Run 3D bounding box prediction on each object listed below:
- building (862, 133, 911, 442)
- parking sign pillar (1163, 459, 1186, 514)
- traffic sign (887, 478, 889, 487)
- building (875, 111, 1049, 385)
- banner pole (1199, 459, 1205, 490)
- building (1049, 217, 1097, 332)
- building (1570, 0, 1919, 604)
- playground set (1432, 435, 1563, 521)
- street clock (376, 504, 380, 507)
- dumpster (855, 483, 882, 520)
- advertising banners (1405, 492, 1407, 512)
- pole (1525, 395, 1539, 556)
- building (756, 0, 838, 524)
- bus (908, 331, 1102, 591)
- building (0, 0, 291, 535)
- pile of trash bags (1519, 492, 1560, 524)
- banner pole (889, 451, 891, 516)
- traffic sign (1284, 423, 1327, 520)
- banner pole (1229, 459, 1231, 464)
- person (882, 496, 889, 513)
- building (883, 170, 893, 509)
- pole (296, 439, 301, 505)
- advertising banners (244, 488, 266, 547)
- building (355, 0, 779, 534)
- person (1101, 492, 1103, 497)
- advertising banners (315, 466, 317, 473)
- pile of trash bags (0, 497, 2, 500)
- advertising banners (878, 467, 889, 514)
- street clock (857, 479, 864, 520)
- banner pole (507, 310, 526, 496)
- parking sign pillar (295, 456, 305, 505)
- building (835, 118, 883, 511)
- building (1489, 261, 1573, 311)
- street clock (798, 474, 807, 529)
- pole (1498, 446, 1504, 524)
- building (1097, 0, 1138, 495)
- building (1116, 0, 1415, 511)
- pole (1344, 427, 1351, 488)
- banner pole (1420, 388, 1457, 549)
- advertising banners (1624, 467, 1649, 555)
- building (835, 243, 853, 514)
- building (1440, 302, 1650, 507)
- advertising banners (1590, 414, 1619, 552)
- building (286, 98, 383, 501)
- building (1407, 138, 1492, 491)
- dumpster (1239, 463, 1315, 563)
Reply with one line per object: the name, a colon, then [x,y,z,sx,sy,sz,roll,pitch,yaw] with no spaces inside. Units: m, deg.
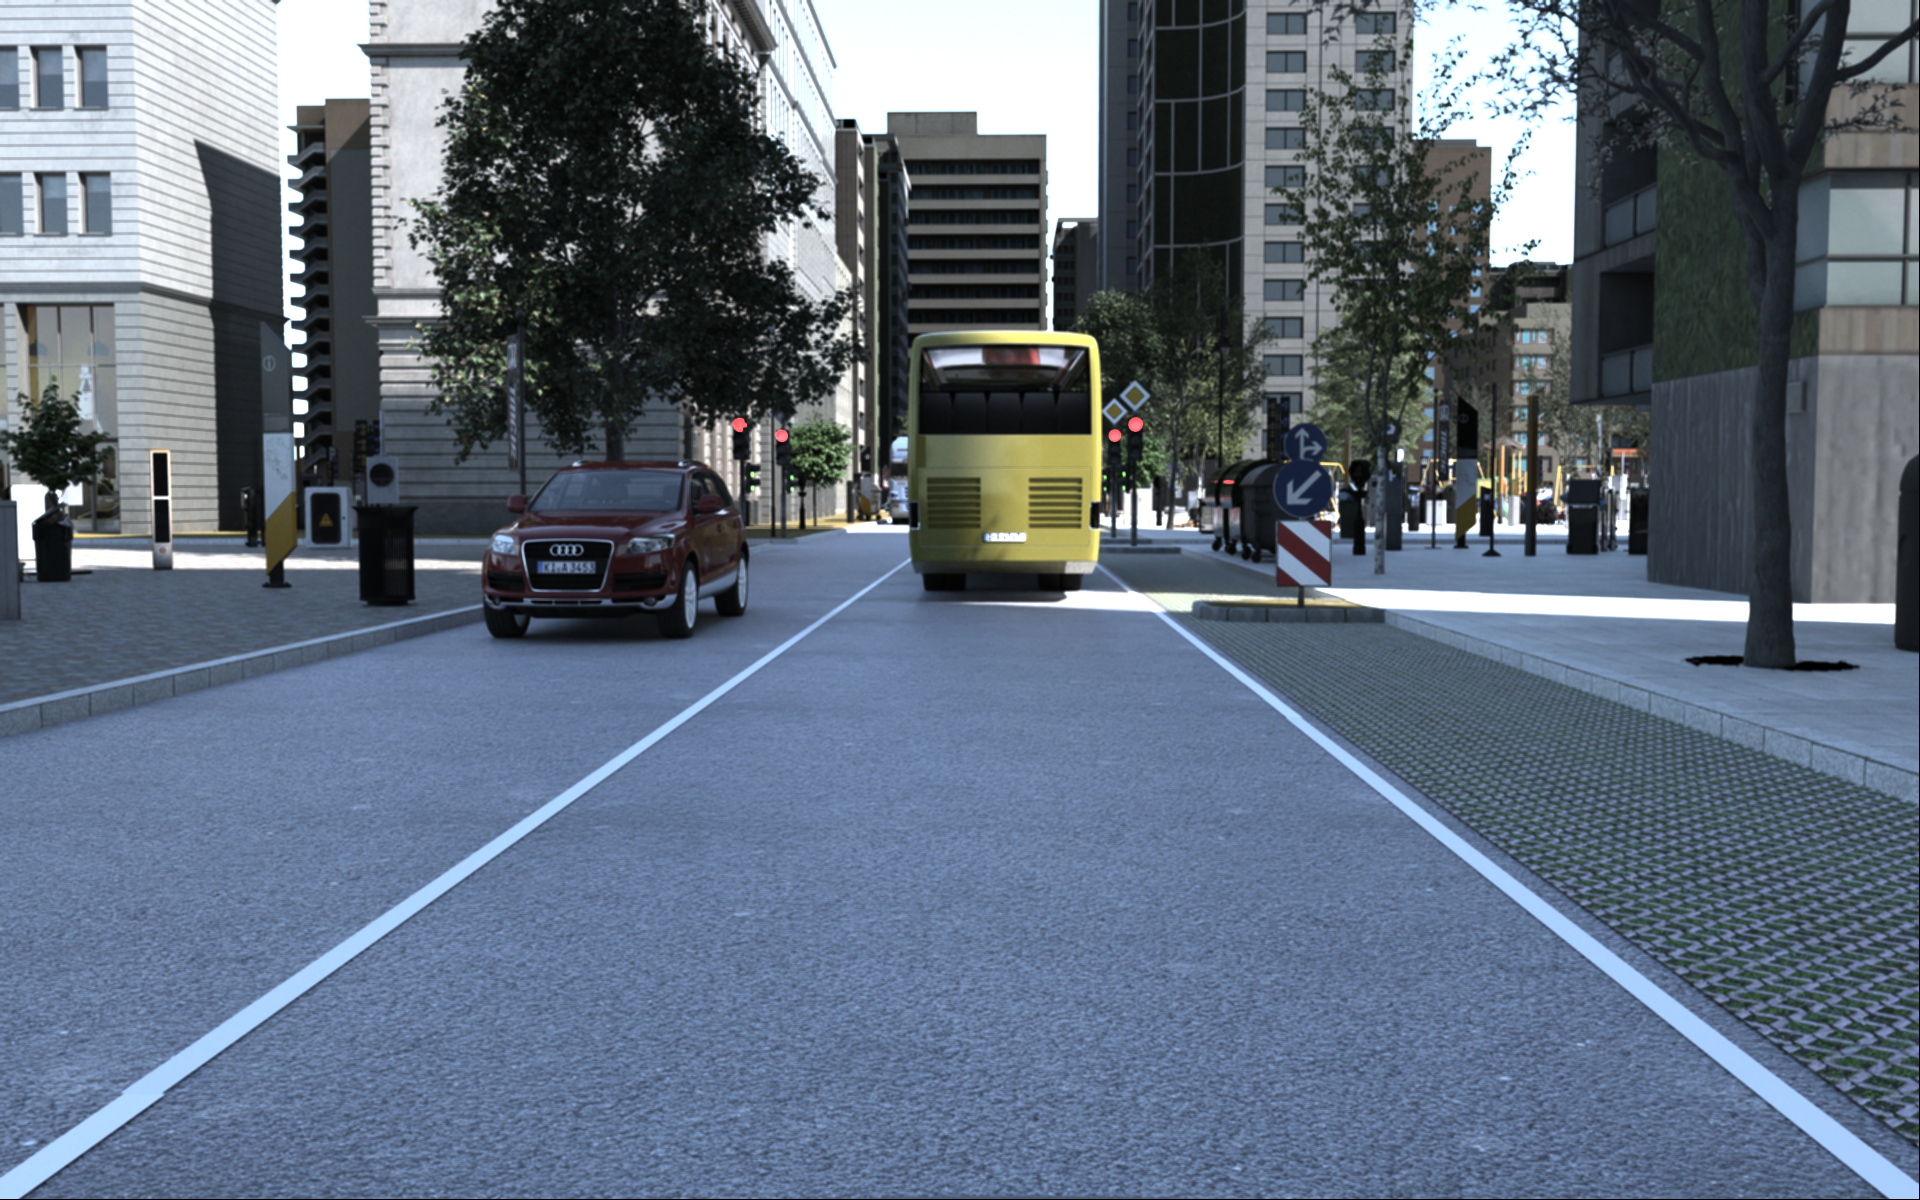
building: [-17.377,-29.992,182.248,23.993,40.220,32.217,0,4,1]
parking sign pillar: [13.716,-7.461,110.454,1.447,3.967,1.447,0,4,-8]
traffic sign: [-4.261,-6.532,108.931,0.606,2.300,0.079,0,4,2]
building: [0.370,-36.630,222.598,21.600,48.544,21.300,0,4,1]
banner pole: [17.160,-8.134,123.011,0.401,3.779,0.863,-2,4,-26]
building: [23.990,-32.790,228.004,23.993,40.220,32.217,0,4,1]
building: [17.096,-20.915,25.552,14.154,41.232,14.086,0,4,1]
playground set: [26.547,-6.022,85.236,5.637,4.214,5.302,0,4,4]
street clock: [-21.583,-3.648,64.218,0.358,2.002,0.471,0,4,-5]
dumpster: [-4.601,-4.979,87.165,1.264,1.857,1.865,0,4,2]
advertising banners: [31.043,-7.747,122.847,2.074,3.025,0.090,1,4,15]
pole: [11.851,-2.572,35.894,0.158,3.312,0.155,0,3,0]
building: [-13.147,-19.000,88.136,11.434,29.767,29.804,0,4,1]
bus: [0.676,-2.262,28.531,2.896,3.916,12.252,0,4,1]
building: [-40.301,-17.258,59.666,29.804,29.767,11.434,0,4,1]
pile of trash bags: [24.528,-3.957,74.452,1.912,1.369,3.447,0,4,6]
banner pole: [-4.012,-6.747,100.335,0.401,3.779,0.863,1,4,9]
traffic sign: [6.215,-1.902,31.207,0.768,2.556,0.104,1,4,9]
banner pole: [19.166,-8.064,121.861,0.401,3.779,0.863,-3,4,-36]
person: [-4.910,-6.380,115.854,0.738,1.151,1.012,2,4,23]
building: [-13.254,-23.042,148.440,14.160,30.474,14.107,0,4,1]
pole: [-24.662,-4.328,64.609,0.158,3.312,0.155,0,3,0]
advertising banners: [-17.088,-2.835,42.544,0.090,3.025,2.074,0,4,2]
building: [-13.396,-14.350,63.499,11.050,23.489,19.941,0,4,1]
person: [10.693,-7.371,129.815,1.065,1.426,0.557,1,4,9]
advertising banners: [-39.526,-6.715,105.984,0.090,3.025,2.074,-2,4,-28]
pile of trash bags: [-13.038,-0.634,20.120,3.447,1.369,1.912,-2,4,-31]
advertising banners: [-5.618,-7.191,113.763,2.074,3.025,0.090,0,4,7]
street clock: [-4.802,-4.892,84.557,0.358,2.002,0.471,-2,4,-33]
banner pole: [-6.114,-2.073,23.913,0.401,3.779,0.863,-2,4,-32]
parking sign pillar: [-46.745,-8.160,121.888,1.447,3.967,1.447,2,4,25]
building: [-13.756,-22.132,133.562,14.160,30.474,14.107,0,4,1]
building: [71.591,-27.271,217.589,14.107,30.474,14.160,0,4,1]
street clock: [-5.794,-3.613,63.637,0.358,2.002,0.471,0,4,7]
pole: [22.797,-4.841,72.993,0.158,3.312,0.155,0,3,0]
building: [23.152,-37.744,159.112,21.231,58.520,28.212,0,4,1]
building: [22.589,-42.576,134.365,20.563,71.187,20.611,0,4,1]
pole: [11.707,-3.580,52.384,0.158,3.312,0.155,0,3,0]
banner pole: [11.250,-3.094,40.610,0.401,3.779,0.863,-1,4,-15]
advertising banners: [15.084,-2.457,36.363,2.074,3.025,0.090,2,4,26]
building: [-12.882,-15.730,111.936,10.420,20.320,16.860,0,4,1]
building: [69.099,-20.712,183.682,28.899,21.520,27.650,0,4,1]
advertising banners: [14.436,-2.600,38.693,0.090,3.025,2.074,2,4,34]
building: [-64.652,-33.176,192.534,14.200,45.320,14.600,0,4,1]
building: [57.448,-34.718,217.742,14.200,45.320,14.600,0,4,1]
dumpster: [6.040,-1.656,32.841,1.264,1.857,1.865,0,4,1]
